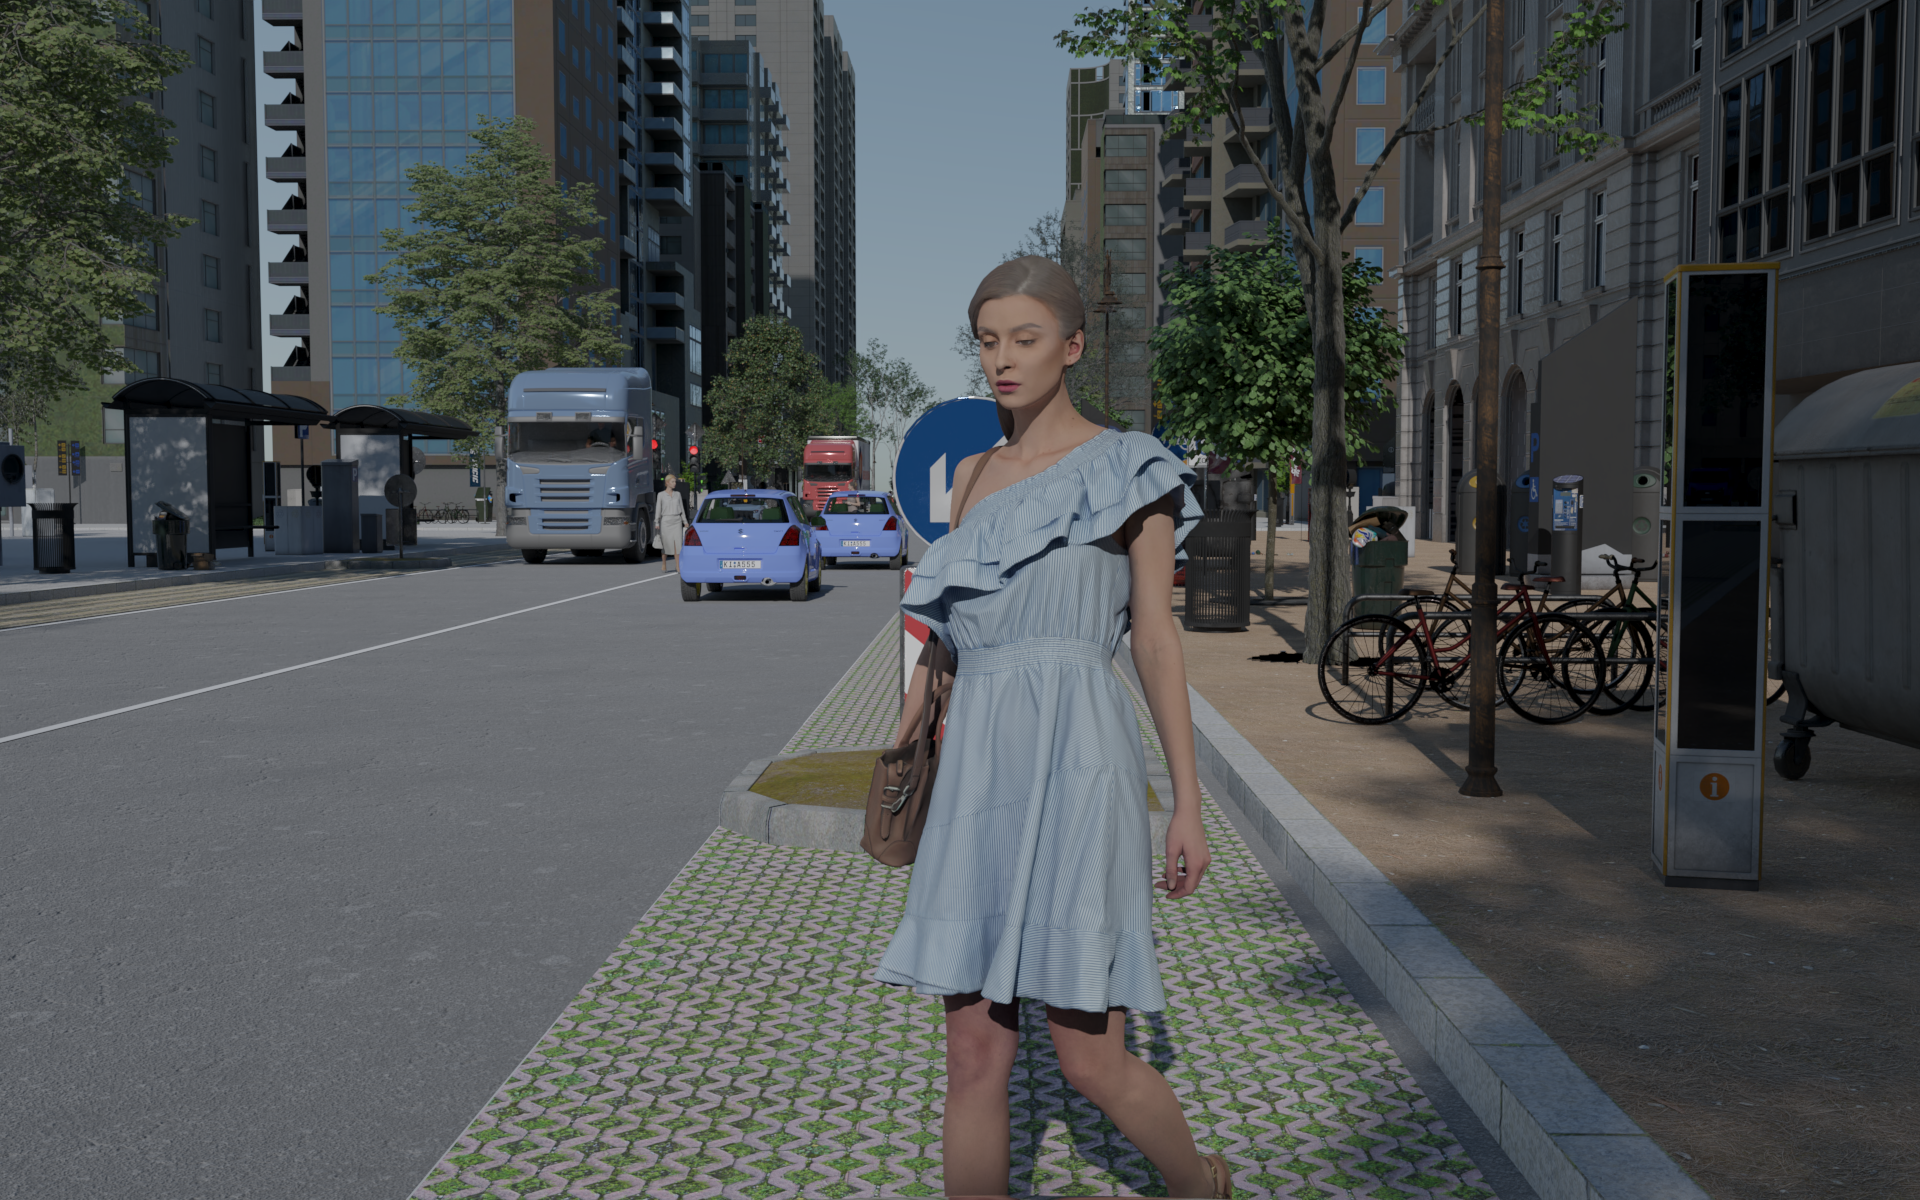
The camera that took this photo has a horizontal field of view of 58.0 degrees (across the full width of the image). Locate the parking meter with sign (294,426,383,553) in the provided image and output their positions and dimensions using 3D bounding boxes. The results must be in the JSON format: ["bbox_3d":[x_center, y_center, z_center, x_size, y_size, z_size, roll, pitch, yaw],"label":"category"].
[{"bbox_3d":[-13.442,-2.526,37.556,1.738,3.016,0.543,0,4,3],"label":"parking meter with sign"}]

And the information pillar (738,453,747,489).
[{"bbox_3d":[-12.476,-6.607,99.384,0.504,3.616,0.183,-1,4,-11],"label":"information pillar"}]

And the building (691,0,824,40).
[{"bbox_3d":[-27.453,-49.295,244.227,20.563,71.187,20.611,0,4,1],"label":"building"}]

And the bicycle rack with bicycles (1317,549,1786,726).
[{"bbox_3d":[3.538,0.176,10.502,2.925,0.926,2.852,0,4,6],"label":"bicycle rack with bicycles"}]

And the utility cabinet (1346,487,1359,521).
[{"bbox_3d":[12.023,-2.820,54.788,1.173,1.500,0.318,-1,4,-22],"label":"utility cabinet"}]

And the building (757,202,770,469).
[{"bbox_3d":[-25.914,-24.027,164.535,14.160,30.474,14.107,0,4,1],"label":"building"}]

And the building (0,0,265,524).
[{"bbox_3d":[-42.153,-24.238,79.886,14.086,41.232,14.154,0,4,1],"label":"building"}]

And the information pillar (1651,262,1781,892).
[{"bbox_3d":[2.475,-0.074,5.698,0.304,2.012,0.304,1,4,14],"label":"information pillar"}]

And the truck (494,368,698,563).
[{"bbox_3d":[-7.625,-3.242,42.769,2.967,4.110,18.799,0,4,1],"label":"truck"}]

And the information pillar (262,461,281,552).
[{"bbox_3d":[-15.365,-2.093,38.712,0.304,2.012,0.304,0,4,-4],"label":"information pillar"}]

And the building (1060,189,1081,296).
[{"bbox_3d":[26.609,-39.509,269.671,21.300,48.544,21.600,0,4,1],"label":"building"}]

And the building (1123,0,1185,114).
[{"bbox_3d":[25.591,-52.953,178.448,22.319,86.520,31.000,0,4,1],"label":"building"}]

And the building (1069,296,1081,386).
[{"bbox_3d":[22.648,-29.364,251.803,14.160,30.474,14.107,0,4,1],"label":"building"}]

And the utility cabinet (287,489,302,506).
[{"bbox_3d":[-28.984,-4.082,75.425,0.318,1.500,1.173,-3,4,-36],"label":"utility cabinet"}]

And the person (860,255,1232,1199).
[{"bbox_3d":[0.130,0.349,2.889,0.778,1.811,0.616,-3,5,-44],"label":"person"}]

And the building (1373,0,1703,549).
[{"bbox_3d":[18.420,-12.044,38.728,13.314,21.916,24.055,0,4,1],"label":"building"}]

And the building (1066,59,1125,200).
[{"bbox_3d":[26.066,-52.099,290.062,20.563,71.187,20.611,0,4,1],"label":"building"}]

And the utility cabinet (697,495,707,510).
[{"bbox_3d":[-12.027,-4.371,82.634,1.020,1.237,0.306,0,4,7],"label":"utility cabinet"}]

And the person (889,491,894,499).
[{"bbox_3d":[-7.169,-10.491,180.709,0.721,1.739,1.217,-2,4,-25],"label":"person"}]

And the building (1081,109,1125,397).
[{"bbox_3d":[21.393,-33.785,202.497,14.600,45.320,14.200,0,4,1],"label":"building"}]

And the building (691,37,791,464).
[{"bbox_3d":[-30.286,-34.685,186.707,23.786,49.044,30.456,0,4,1],"label":"building"}]

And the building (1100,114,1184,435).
[{"bbox_3d":[17.813,-22.220,134.994,14.160,30.474,14.107,0,4,1],"label":"building"}]

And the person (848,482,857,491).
[{"bbox_3d":[-3.110,-2.457,49.015,0.374,1.781,0.599,-3,5,-40],"label":"person"}]

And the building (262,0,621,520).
[{"bbox_3d":[-26.133,-26.889,89.745,14.600,45.320,14.200,0,4,1],"label":"building"}]

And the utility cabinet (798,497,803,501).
[{"bbox_3d":[-12.673,-7.561,134.791,0.306,1.237,1.020,3,4,36],"label":"utility cabinet"}]

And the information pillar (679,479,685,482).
[{"bbox_3d":[-15.261,-5.518,94.703,0.304,2.012,0.304,2,4,26],"label":"information pillar"}]

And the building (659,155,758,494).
[{"bbox_3d":[-25.942,-23.165,150.451,14.160,30.474,14.107,0,4,1],"label":"building"}]

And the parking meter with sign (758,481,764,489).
[{"bbox_3d":[-15.330,-8.425,134.002,0.543,3.016,1.738,-1,4,-14],"label":"parking meter with sign"}]

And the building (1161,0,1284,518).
[{"bbox_3d":[23.777,-27.480,103.919,22.147,44.769,28.867,0,4,1],"label":"building"}]

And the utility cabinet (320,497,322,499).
[{"bbox_3d":[-19.650,-2.631,54.177,0.306,1.237,1.020,2,4,27],"label":"utility cabinet"}]

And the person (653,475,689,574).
[{"bbox_3d":[-5.193,-1.370,31.254,0.694,1.780,0.624,-1,4,-13],"label":"person"}]

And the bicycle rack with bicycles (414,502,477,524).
[{"bbox_3d":[-22.266,-3.794,75.406,2.925,0.926,2.852,3,4,36],"label":"bicycle rack with bicycles"}]

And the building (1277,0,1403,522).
[{"bbox_3d":[22.860,-26.267,79.572,14.200,45.320,14.600,0,4,1],"label":"building"}]

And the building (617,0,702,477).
[{"bbox_3d":[-29.875,-49.324,119.115,22.319,86.520,31.000,0,4,1],"label":"building"}]

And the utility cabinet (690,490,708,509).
[{"bbox_3d":[-14.120,-5.149,92.872,1.173,1.500,0.318,-3,4,-36],"label":"utility cabinet"}]

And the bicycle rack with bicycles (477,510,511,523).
[{"bbox_3d":[-13.400,-2.521,54.606,2.852,0.926,2.925,0,4,-4],"label":"bicycle rack with bicycles"}]

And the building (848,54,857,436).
[{"bbox_3d":[-26.200,-50.552,264.777,20.563,71.187,20.611,0,4,1],"label":"building"}]

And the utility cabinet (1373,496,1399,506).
[{"bbox_3d":[13.436,-2.637,54.272,0.306,1.237,1.020,-3,5,-40],"label":"utility cabinet"}]

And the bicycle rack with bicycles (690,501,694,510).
[{"bbox_3d":[-13.267,-4.543,87.663,2.925,0.926,2.852,-1,4,-12],"label":"bicycle rack with bicycles"}]

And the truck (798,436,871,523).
[{"bbox_3d":[-6.049,-5.905,85.454,2.839,4.237,11.283,0,4,1],"label":"truck"}]

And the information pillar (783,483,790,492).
[{"bbox_3d":[-11.523,-6.764,115.083,0.304,2.012,0.304,3,5,40],"label":"information pillar"}]

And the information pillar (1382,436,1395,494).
[{"bbox_3d":[17.338,-4.809,69.980,0.504,3.616,0.183,2,4,26],"label":"information pillar"}]
